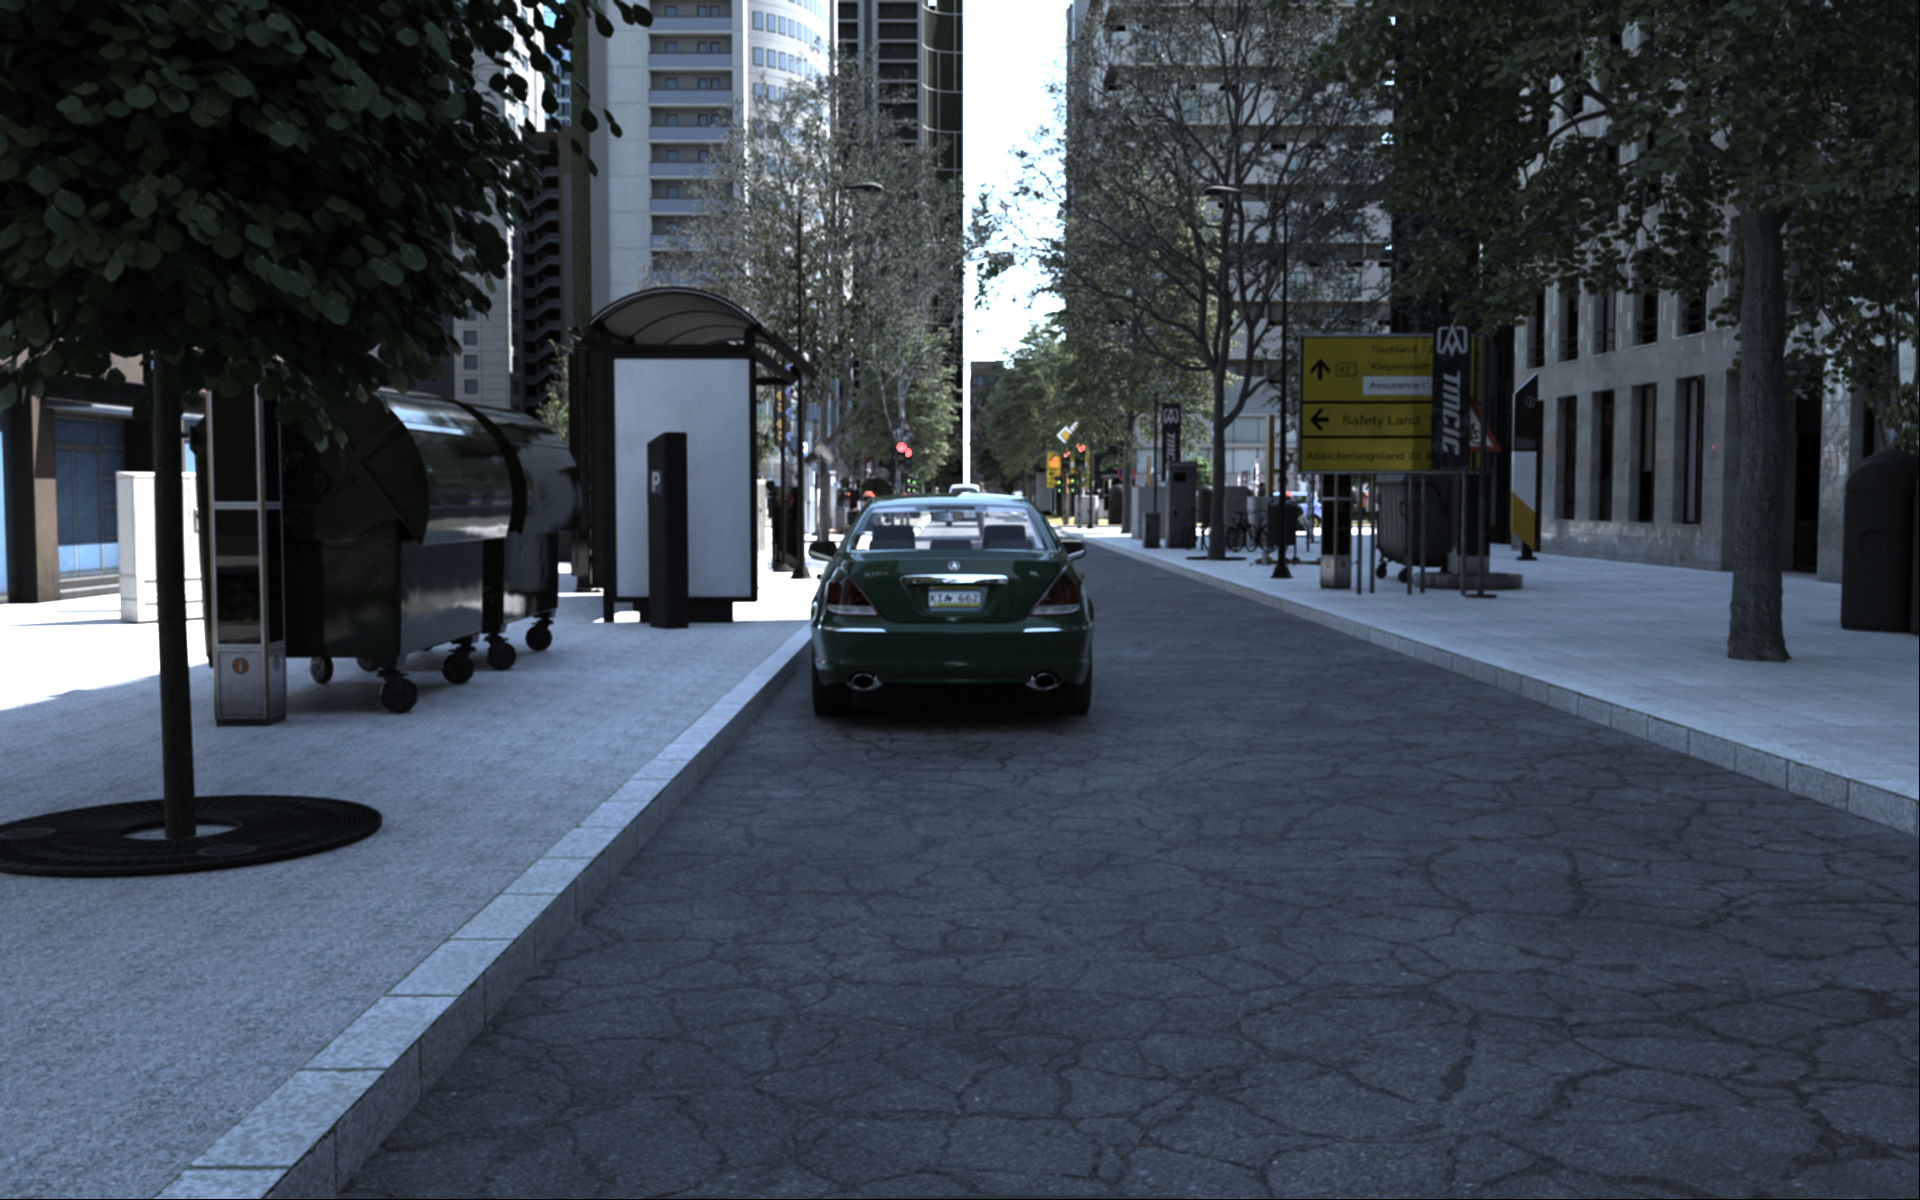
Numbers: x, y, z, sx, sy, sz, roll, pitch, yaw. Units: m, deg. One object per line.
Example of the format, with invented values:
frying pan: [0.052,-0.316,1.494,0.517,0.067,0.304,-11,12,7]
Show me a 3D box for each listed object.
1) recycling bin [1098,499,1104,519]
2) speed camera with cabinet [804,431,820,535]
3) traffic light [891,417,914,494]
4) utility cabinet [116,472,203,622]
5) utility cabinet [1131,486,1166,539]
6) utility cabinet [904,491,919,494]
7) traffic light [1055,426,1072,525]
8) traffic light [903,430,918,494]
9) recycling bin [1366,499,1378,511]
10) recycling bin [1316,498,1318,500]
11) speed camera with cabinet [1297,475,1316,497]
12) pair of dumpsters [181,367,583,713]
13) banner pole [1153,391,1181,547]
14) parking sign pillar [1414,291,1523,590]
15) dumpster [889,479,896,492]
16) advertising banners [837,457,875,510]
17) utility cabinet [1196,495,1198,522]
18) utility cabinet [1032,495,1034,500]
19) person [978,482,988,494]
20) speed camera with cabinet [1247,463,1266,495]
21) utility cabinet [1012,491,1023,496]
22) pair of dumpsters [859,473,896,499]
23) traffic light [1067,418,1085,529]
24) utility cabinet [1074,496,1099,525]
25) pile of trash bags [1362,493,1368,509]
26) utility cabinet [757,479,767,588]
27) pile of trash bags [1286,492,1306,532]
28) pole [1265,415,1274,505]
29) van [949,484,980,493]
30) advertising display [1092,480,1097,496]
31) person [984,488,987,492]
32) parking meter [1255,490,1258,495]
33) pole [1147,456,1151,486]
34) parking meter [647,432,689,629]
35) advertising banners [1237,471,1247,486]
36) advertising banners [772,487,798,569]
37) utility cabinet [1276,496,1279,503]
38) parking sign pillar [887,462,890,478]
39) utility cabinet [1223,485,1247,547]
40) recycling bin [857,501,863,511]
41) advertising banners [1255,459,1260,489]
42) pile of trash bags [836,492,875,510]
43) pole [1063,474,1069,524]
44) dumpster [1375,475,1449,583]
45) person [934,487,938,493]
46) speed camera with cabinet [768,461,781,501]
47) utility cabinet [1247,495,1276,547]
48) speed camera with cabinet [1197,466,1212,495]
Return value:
recycling bin: [7.313,-4.712,89.599,0.722,1.027,0.722,2,4,31]
speed camera with cabinet: [-4.851,-3.718,55.121,0.660,3.252,2.038,0,4,5]
traffic light: [-2.102,-4.550,63.310,0.839,4.253,0.868,0,4,0]
utility cabinet: [-7.892,-0.543,17.556,0.318,1.500,1.173,2,4,32]
utility cabinet: [5.382,-2.475,49.138,1.173,1.500,0.318,-3,4,-37]
utility cabinet: [-3.530,-7.063,124.161,1.173,1.500,0.318,0,4,1]
traffic light: [4.326,-5.041,71.337,0.839,4.253,0.868,0,4,0]
traffic light: [-2.135,-5.038,71.295,0.839,4.253,0.868,0,4,0]
recycling bin: [23.205,-5.177,97.203,0.722,1.027,0.722,0,4,5]
recycling bin: [22.674,-6.049,111.454,0.722,1.027,0.722,2,4,26]
speed camera with cabinet: [25.925,-8.291,129.886,0.660,3.252,2.038,-1,4,-23]
pair of dumpsters: [-3.834,-0.585,12.060,1.574,2.255,4.437,0,4,0]
banner pole: [4.969,-3.185,42.093,0.863,3.779,0.401,2,4,23]
parking sign pillar: [6.993,-2.157,23.738,1.447,3.967,1.447,1,4,10]
dumpster: [-4.800,-6.838,114.297,1.502,2.255,1.985,0,4,0]
advertising banners: [-5.057,-5.300,82.839,2.074,3.025,0.090,1,4,13]
utility cabinet: [10.588,-4.135,78.769,0.306,1.237,1.020,-1,4,-10]
utility cabinet: [6.512,-8.147,144.365,1.020,1.237,0.306,-2,4,-31]
person: [0.579,-2.684,52.664,0.520,1.790,0.573,3,4,37]
speed camera with cabinet: [18.955,-7.157,111.355,2.038,3.252,0.660,3,4,38]
utility cabinet: [4.780,-8.296,144.316,0.318,1.500,1.173,2,4,34]
pair of dumpsters: [-3.696,-4.584,77.435,1.574,2.255,4.437,0,4,0]
traffic light: [4.359,-4.552,63.352,0.839,4.253,0.868,0,4,0]
utility cabinet: [5.291,-3.756,72.578,1.020,1.237,0.306,2,4,35]
pile of trash bags: [22.597,-5.722,103.302,3.447,1.369,1.912,0,4,5]
utility cabinet: [-2.843,-0.894,23.293,0.318,1.500,1.173,0,4,4]
pile of trash bags: [11.275,-3.114,60.660,1.912,1.369,3.447,1,4,15]
pole: [7.990,-3.110,44.695,0.158,3.312,0.155,0,3,0]
van: [0.210,-4.283,77.040,2.013,2.044,4.112,0,4,0]
advertising display: [6.190,-4.594,80.319,0.123,1.923,0.974,0,4,-7]
person: [1.732,-6.307,111.811,0.583,1.804,0.606,0,4,7]
parking meter: [19.314,-6.369,112.552,0.372,1.533,0.369,0,3,0]
pole: [10.143,-6.066,93.029,0.158,3.312,0.155,0,3,0]
parking meter: [-2.805,-0.667,16.620,0.255,1.863,0.399,-3,4,-37]
advertising banners: [21.220,-8.338,132.516,0.090,3.025,2.074,-3,4,-37]
advertising banners: [-3.709,-2.037,29.500,2.074,3.025,0.090,-1,4,-11]
utility cabinet: [9.620,-2.619,53.979,0.306,1.237,1.020,3,5,42]
parking sign pillar: [-5.990,-9.090,137.093,1.447,3.967,1.447,0,4,-7]
utility cabinet: [6.598,-2.039,42.015,0.318,1.500,1.173,2,4,33]
recycling bin: [-3.325,-3.140,63.886,0.722,1.027,0.722,-2,4,-29]
advertising banners: [15.155,-5.522,86.472,0.090,3.025,2.074,2,4,35]
pile of trash bags: [-5.227,-5.398,98.010,3.447,1.369,1.912,2,4,31]
pole: [4.507,-4.876,73.562,0.158,3.312,0.155,0,3,0]
dumpster: [6.923,-1.215,25.616,1.264,1.857,1.865,0,4,0]
person: [-1.110,-4.715,86.081,0.782,1.767,0.515,-1,4,-9]
speed camera with cabinet: [-10.800,-6.698,103.854,0.660,3.252,2.038,-2,4,-32]
utility cabinet: [7.312,-1.906,42.324,0.306,1.237,1.020,-1,4,-12]
speed camera with cabinet: [17.256,-7.932,124.021,2.038,3.252,0.660,3,4,37]
